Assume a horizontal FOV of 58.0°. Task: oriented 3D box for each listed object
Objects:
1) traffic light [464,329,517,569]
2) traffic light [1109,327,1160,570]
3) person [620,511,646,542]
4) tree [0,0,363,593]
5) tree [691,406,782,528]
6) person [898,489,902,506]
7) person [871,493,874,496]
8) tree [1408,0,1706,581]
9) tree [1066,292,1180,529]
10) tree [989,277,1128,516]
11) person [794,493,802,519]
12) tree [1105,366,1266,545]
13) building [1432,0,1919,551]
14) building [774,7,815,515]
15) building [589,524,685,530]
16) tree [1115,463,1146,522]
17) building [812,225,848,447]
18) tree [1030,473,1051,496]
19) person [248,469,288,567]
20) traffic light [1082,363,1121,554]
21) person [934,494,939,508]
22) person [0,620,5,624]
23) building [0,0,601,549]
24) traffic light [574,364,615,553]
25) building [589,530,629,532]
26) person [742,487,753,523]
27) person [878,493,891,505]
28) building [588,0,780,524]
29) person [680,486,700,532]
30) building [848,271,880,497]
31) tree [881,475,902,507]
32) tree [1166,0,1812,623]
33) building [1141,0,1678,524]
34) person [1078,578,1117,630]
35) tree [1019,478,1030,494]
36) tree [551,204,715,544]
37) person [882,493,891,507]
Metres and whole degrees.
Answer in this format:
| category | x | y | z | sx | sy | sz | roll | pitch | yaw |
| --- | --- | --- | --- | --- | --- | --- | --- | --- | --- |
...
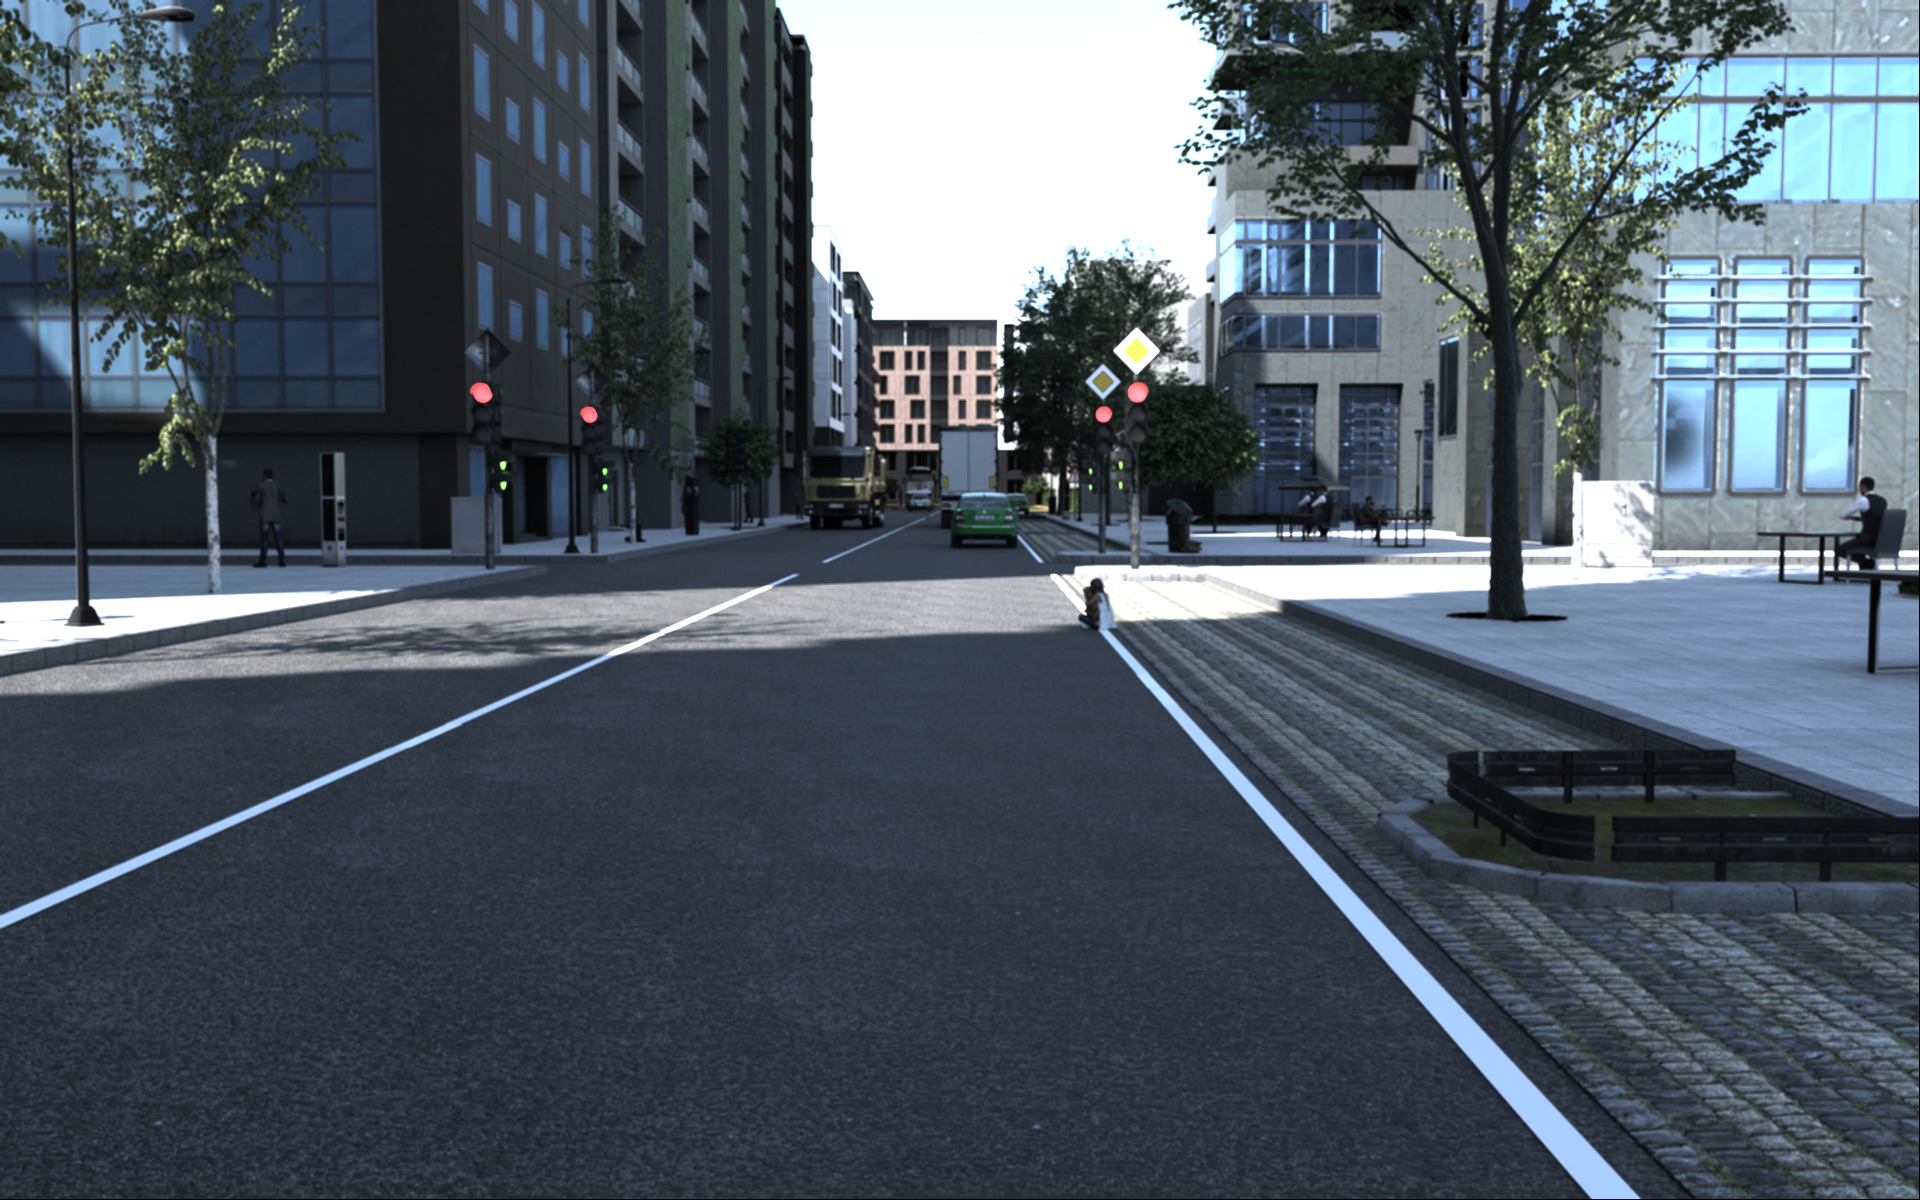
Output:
| category | x | y | z | sx | sy | sz | roll | pitch | yaw |
| --- | --- | --- | --- | --- | --- | --- | --- | --- | --- |
| traffic light | -8.002 | -2.478 | 29.443 | 0.839 | 4.253 | 0.868 | 0 | 4 | 1 |
| traffic light | 2.959 | -2.472 | 29.333 | 0.839 | 4.253 | 0.868 | 0 | 4 | 1 |
| person | -8.783 | -1.962 | 46.405 | 0.655 | 0.850 | 0.859 | -1 | 4 | -19 |
| tree | -9.883 | -4.387 | 22.097 | 4.737 | 8.622 | 4.395 | 0 | 3 | 0 |
| tree | -8.375 | -4.980 | 65.135 | 4.285 | 4.588 | 4.351 | 0 | 3 | 0 |
| person | -6.511 | -11.242 | 189.484 | 0.705 | 1.869 | 1.348 | -1 | 4 | -14 |
| person | -7.856 | -8.913 | 152.686 | 0.541 | 1.710 | 0.530 | 3 | 4 | 36 |
| tree | 8.898 | -4.589 | 25.386 | 4.737 | 8.622 | 4.395 | 0 | 3 | 0 |
| tree | 6.072 | -6.854 | 62.419 | 4.737 | 8.622 | 4.395 | 0 | 3 | 0 |
| tree | 5.990 | -11.946 | 101.964 | 9.857 | 13.997 | 8.962 | 0 | 3 | 0 |
| person | -8.456 | -4.931 | 90.580 | 0.435 | 1.345 | 0.340 | 0 | 4 | -3 |
| tree | 5.437 | -3.716 | 44.467 | 4.285 | 4.588 | 4.351 | 0 | 3 | 0 |
| building | 30.302 | -44.925 | 47.193 | 31.000 | 86.520 | 22.319 | 0 | 4 | 1 |
| building | -16.425 | -20.323 | 103.979 | 14.160 | 30.474 | 14.107 | 0 | 4 | 1 |
| building | -17.217 | -23.894 | 74.269 | 14.154 | 41.232 | 14.086 | 0 | 4 | 1 |
| tree | 7.890 | -5.226 | 80.049 | 1.663 | 3.219 | 1.824 | 0 | 3 | 0 |
| building | -23.872 | -17.487 | 129.889 | 27.936 | 21.610 | 32.646 | 0 | 4 | 1 |
| tree | 7.065 | -9.305 | 146.730 | 1.663 | 3.219 | 1.824 | 0 | 3 | 0 |
| person | -12.133 | -1.439 | 30.385 | 0.655 | 1.722 | 0.431 | -3 | 4 | -38 |
| traffic light | 3.051 | -2.960 | 37.318 | 0.839 | 4.253 | 0.868 | 0 | 4 | 1 |
| person | -2.516 | -9.949 | 171.950 | 1.217 | 1.735 | 0.721 | -3 | 5 | -40 |
| person | -9.731 | -0.628 | 17.257 | 0.436 | 1.711 | 0.756 | -1 | 4 | -17 |
| building | -18.116 | -24.189 | 45.605 | 14.600 | 45.320 | 14.200 | 0 | 4 | 1 |
| traffic light | -7.910 | -2.967 | 37.428 | 0.839 | 4.253 | 0.868 | 0 | 4 | 1 |
| building | -17.505 | -23.018 | 59.937 | 14.154 | 41.232 | 14.086 | 0 | 4 | 1 |
| person | -9.485 | -4.302 | 77.304 | 0.530 | 1.710 | 0.541 | 0 | 4 | 0 |
| person | -7.919 | -10.734 | 181.548 | 1.348 | 1.822 | 0.705 | 0 | 4 | -7 |
| building | -17.259 | -24.829 | 89.557 | 14.154 | 41.232 | 14.086 | 0 | 4 | 1 |
| person | -9.124 | -3.101 | 58.446 | 0.593 | 1.614 | 0.444 | 2 | 4 | 33 |
| building | -25.370 | -20.115 | 172.854 | 32.646 | 21.610 | 27.936 | 0 | 4 | 1 |
| tree | -6.912 | -11.179 | 177.377 | 1.663 | 3.219 | 1.824 | 0 | 3 | 0 |
| tree | 5.525 | -5.616 | 17.575 | 9.928 | 11.665 | 9.643 | 0 | 3 | 0 |
| building | 22.265 | -47.846 | 94.960 | 22.319 | 86.520 | 31.000 | 0 | 4 | 1 |
| person | 1.468 | 0.037 | 18.378 | 0.357 | 0.543 | 0.381 | 2 | 4 | 28 |
| tree | 7.457 | -11.713 | 186.104 | 1.663 | 3.219 | 1.824 | 0 | 3 | 0 |
| tree | -8.331 | -5.729 | 44.028 | 4.737 | 8.622 | 4.395 | 0 | 3 | 0 |
| person | -7.392 | -9.974 | 172.309 | 0.799 | 1.438 | 0.628 | -3 | 5 | -40 |
